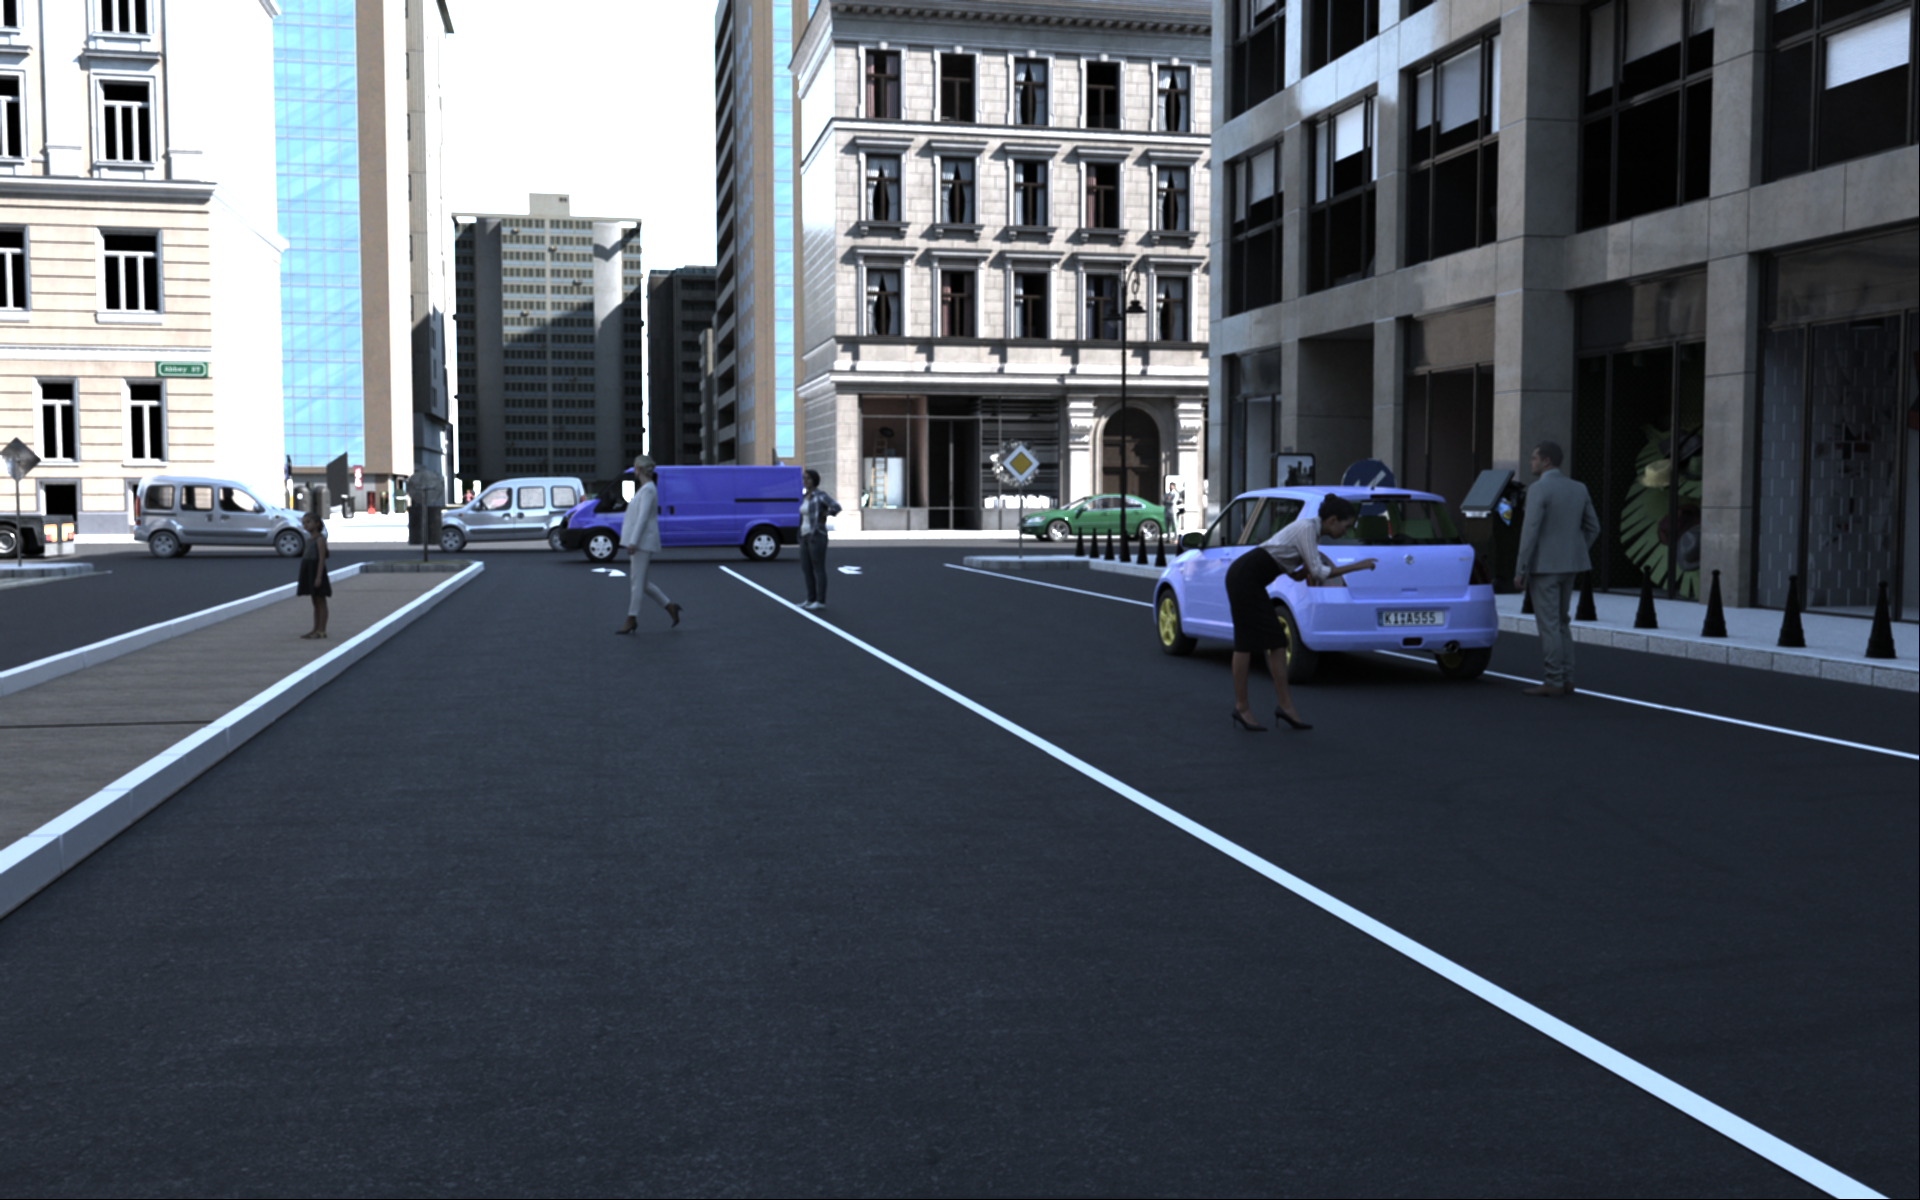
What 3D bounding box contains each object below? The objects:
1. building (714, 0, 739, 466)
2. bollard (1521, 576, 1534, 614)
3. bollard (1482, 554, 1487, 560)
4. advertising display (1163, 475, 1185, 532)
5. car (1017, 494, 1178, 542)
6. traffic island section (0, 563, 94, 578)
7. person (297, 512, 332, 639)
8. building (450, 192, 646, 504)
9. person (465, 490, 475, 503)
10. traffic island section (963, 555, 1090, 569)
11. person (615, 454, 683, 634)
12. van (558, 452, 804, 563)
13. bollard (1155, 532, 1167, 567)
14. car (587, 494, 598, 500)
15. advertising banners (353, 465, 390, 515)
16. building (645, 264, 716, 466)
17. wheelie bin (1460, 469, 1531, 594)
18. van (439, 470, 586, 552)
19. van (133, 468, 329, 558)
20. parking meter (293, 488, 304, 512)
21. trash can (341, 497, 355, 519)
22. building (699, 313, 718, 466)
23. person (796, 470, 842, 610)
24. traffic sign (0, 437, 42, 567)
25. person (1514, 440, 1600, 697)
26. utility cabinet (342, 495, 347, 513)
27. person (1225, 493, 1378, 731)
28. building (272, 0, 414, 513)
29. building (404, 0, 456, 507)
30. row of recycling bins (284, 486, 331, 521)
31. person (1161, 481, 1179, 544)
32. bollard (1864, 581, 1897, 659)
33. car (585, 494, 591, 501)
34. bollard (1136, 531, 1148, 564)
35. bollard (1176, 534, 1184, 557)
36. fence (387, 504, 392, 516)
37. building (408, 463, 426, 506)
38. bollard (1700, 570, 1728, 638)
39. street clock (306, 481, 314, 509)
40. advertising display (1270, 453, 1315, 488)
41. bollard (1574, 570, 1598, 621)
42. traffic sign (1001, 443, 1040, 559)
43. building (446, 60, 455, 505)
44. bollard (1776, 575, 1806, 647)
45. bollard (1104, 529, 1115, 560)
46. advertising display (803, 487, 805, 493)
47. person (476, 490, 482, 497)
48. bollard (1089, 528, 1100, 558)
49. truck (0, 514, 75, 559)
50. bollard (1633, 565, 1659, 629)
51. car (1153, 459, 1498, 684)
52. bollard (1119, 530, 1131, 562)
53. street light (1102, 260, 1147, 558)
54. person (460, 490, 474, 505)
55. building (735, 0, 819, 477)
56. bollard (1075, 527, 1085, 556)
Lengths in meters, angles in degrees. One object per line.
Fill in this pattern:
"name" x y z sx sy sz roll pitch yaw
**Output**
"building" -9.963 -32.314 152.039 21.300 48.544 21.600 -1 4 -12
"bollard" 6.143 -0.156 18.592 0.229 0.601 0.229 0 3 0
"bollard" 5.928 -0.218 19.603 0.229 0.601 0.229 0 3 0
"advertising display" 7.293 -3.290 59.006 0.974 1.923 0.123 -3 5 -41
"car" 4.175 -2.500 52.669 4.920 1.459 2.131 -1 4 -11
"traffic island section" -16.666 -0.513 30.664 2.009 0.180 2.903 -1 4 -12
"person" -6.383 -0.240 17.088 0.373 1.253 0.362 -3 5 -42
"building" -53.316 -32.662 225.910 23.993 40.220 32.217 -1 4 -12
"person" -38.513 -7.783 136.311 0.990 1.755 0.434 1 4 14
"traffic island section" 1.223 -0.746 34.473 2.009 0.180 2.903 -1 4 -12
"person" -3.221 -0.586 17.954 0.818 1.842 0.514 -2 4 -33
"van" -5.946 -2.005 37.162 5.245 2.365 2.240 -1 4 -13
"bollard" 3.558 -0.896 30.687 0.229 0.601 0.229 0 3 0
"car" -31.186 -8.609 149.553 1.959 1.807 4.718 -1 4 -13
"advertising banners" -35.875 -6.692 105.597 2.074 3.025 0.090 -1 4 -15
"building" -32.684 -27.469 220.826 14.107 30.474 14.160 -1 4 -12
"wheelie bin" 6.942 -0.891 22.476 0.693 1.594 0.980 -1 4 -21
"van" -11.406 -2.232 43.500 4.112 2.044 2.013 -1 4 -12
"van" -16.666 -2.001 39.731 4.112 2.044 2.013 -1 4 -14
"parking meter" -27.695 -3.921 72.527 0.372 1.533 0.369 0 3 0
"trash can" -31.045 -4.664 87.902 0.748 1.137 0.748 0 3 0
"building" -11.924 -20.389 178.407 27.650 21.520 28.899 -1 4 -12
"person" -1.808 -0.756 21.586 0.376 1.734 0.841 -2 4 -29
"traffic sign" -16.644 -1.649 30.607 0.795 2.450 0.064 -1 4 -12
"person" 4.217 -0.226 12.300 0.635 1.810 0.391 -3 4 -38
"utility cabinet" -33.586 -5.101 94.566 0.306 1.237 1.020 -1 4 -19
"person" 2.022 0.073 10.496 0.799 1.438 0.628 -1 4 -22
"building" -47.445 -28.990 124.104 14.600 45.320 14.200 -1 4 -12
"building" -63.622 -35.349 167.190 27.495 52.752 28.713 -1 4 -12
"row of recycling bins" -32.153 -4.667 83.412 3.534 1.692 1.069 -2 4 -35
"person" 6.068 -2.536 50.142 0.511 1.800 0.466 2 4 34
"bollard" 7.221 0.151 13.567 0.229 0.601 0.229 0 3 0
"car" -35.917 -9.517 165.828 2.015 1.641 3.980 -1 4 -11
"bollard" 3.339 -0.957 31.696 0.229 0.601 0.229 0 3 0
"bollard" 3.771 -0.834 29.683 0.229 0.601 0.229 0 3 0
"fence" -34.212 -5.396 103.604 0.278 0.683 2.069 -1 4 -21
"building" -54.871 -42.938 140.292 20.563 71.187 20.611 -1 4 -12
"bollard" 6.791 0.029 15.575 0.229 0.601 0.229 0 3 0
"street clock" -36.819 -5.721 98.102 0.358 2.002 0.471 1 4 13
"advertising display" 5.228 -1.348 27.258 0.974 1.923 0.123 -3 5 -40
"bollard" 6.363 -0.095 17.590 0.229 0.601 0.229 0 3 0
"traffic sign" 1.202 -1.881 34.391 0.795 2.450 0.064 -1 4 -12
"building" -77.770 -41.123 214.357 28.212 58.520 21.231 -1 4 -12
"bollard" 7.003 0.090 14.570 0.229 0.601 0.229 0 3 0
"bollard" 2.911 -1.081 33.709 0.229 0.601 0.229 0 3 0
"advertising display" -9.213 -5.777 99.673 0.123 1.923 0.974 2 4 31
"person" -40.825 -8.504 147.567 1.348 1.821 0.705 1 4 14
"bollard" 2.696 -1.142 34.715 0.229 0.601 0.229 0 3 0
"truck" -29.543 -2.896 37.102 18.799 4.110 2.967 -1 4 -13
"bollard" 6.574 -0.033 16.582 0.229 0.601 0.229 0 3 0
"car" 2.906 -0.302 14.526 1.945 1.707 3.694 -1 4 -14
"bollard" 3.126 -1.019 32.702 0.229 0.601 0.229 0 3 0
"street light" 3.253 -3.770 34.421 0.468 5.910 1.993 -1 4 -12
"person" -36.541 -7.303 128.627 1.217 1.743 0.721 -1 4 -10
"building" -9.685 -29.577 133.688 14.600 45.320 14.200 -1 4 -12
"bollard" 2.478 -1.204 35.719 0.229 0.601 0.229 0 3 0
